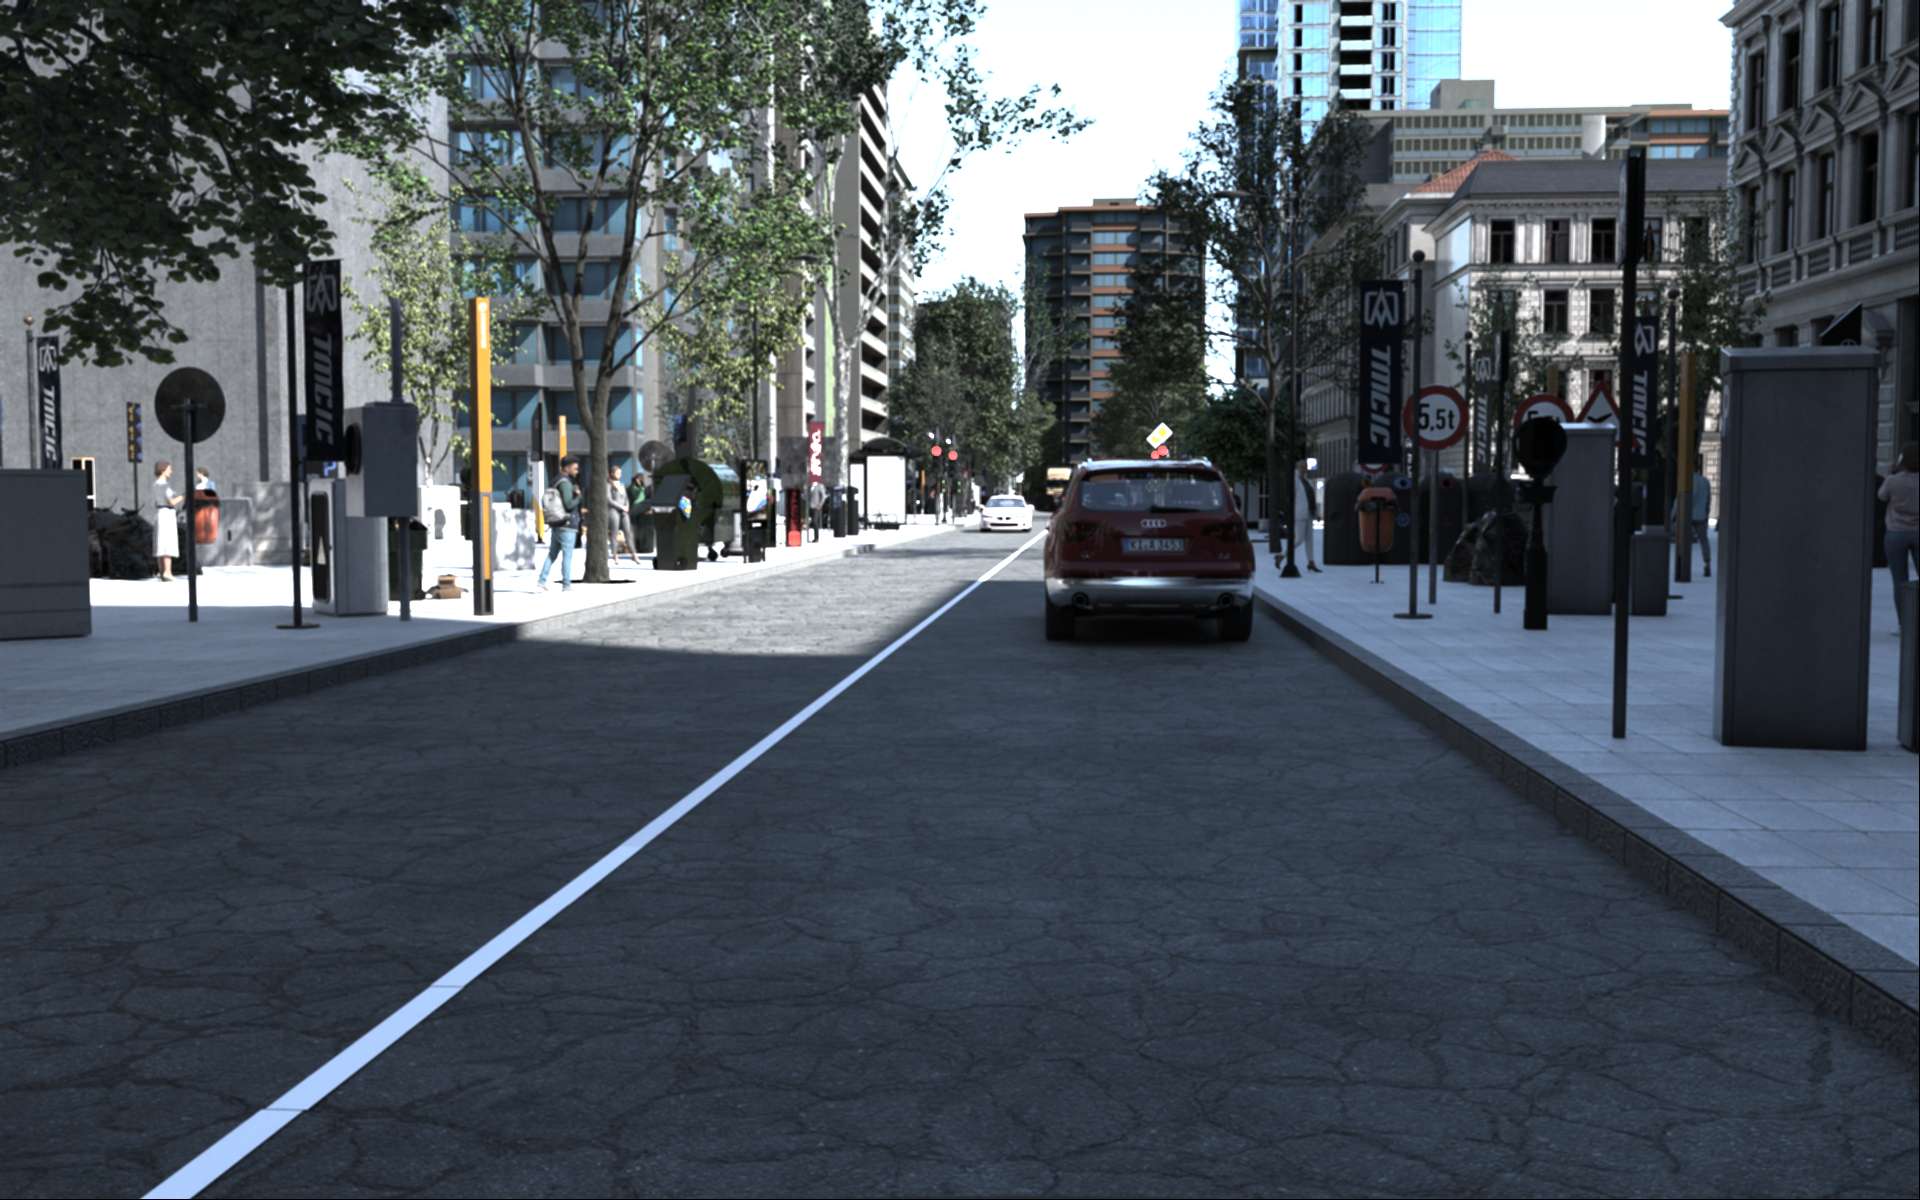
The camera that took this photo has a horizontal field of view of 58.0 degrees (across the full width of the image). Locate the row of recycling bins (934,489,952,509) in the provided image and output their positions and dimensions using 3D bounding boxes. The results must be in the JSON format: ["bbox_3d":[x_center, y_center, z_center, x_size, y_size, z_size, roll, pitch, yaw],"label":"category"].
[{"bbox_3d":[-1.363,-8.802,151.025,1.069,1.692,3.534,-1,4,-20],"label":"row of recycling bins"}]

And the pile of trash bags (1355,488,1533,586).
[{"bbox_3d":[7.446,-0.929,24.948,3.447,1.369,1.912,1,4,10],"label":"pile of trash bags"}]

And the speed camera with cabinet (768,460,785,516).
[{"bbox_3d":[-10.390,-6.525,101.017,2.038,3.252,0.660,3,5,43],"label":"speed camera with cabinet"}]

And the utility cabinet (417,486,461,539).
[{"bbox_3d":[-14.589,-2.435,48.489,0.318,1.500,1.173,3,5,43],"label":"utility cabinet"}]

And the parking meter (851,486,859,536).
[{"bbox_3d":[-3.299,-2.744,53.283,0.372,1.533,0.369,0,3,0],"label":"parking meter"}]

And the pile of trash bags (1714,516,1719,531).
[{"bbox_3d":[27.731,-3.021,59.138,3.447,1.369,1.912,-1,4,-13],"label":"pile of trash bags"}]

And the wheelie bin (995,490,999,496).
[{"bbox_3d":[3.325,-8.504,146.946,0.980,1.594,0.693,2,4,24],"label":"wheelie bin"}]

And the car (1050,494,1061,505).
[{"bbox_3d":[8.153,-8.552,149.610,2.009,1.686,4.222,0,4,6],"label":"car"}]

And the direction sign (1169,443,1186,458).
[{"bbox_3d":[9.711,-5.202,77.046,0.876,3.537,0.379,-1,4,-12],"label":"direction sign"}]

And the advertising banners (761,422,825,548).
[{"bbox_3d":[-4.021,-2.772,41.516,2.074,3.025,0.090,-3,5,-44],"label":"advertising banners"}]

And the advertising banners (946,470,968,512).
[{"bbox_3d":[-0.368,-7.807,123.837,2.074,3.025,0.090,1,4,15],"label":"advertising banners"}]

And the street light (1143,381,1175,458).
[{"bbox_3d":[7.727,-5.782,67.083,1.470,5.913,1.316,0,4,4],"label":"street light"}]

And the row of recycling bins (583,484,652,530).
[{"bbox_3d":[-11.864,-3.351,61.907,3.534,1.692,1.069,1,4,18],"label":"row of recycling bins"}]

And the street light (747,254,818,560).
[{"bbox_3d":[-3.450,-3.744,33.762,1.470,5.913,1.316,0,4,4],"label":"street light"}]

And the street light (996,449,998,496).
[{"bbox_3d":[3.037,-8.852,117.263,1.470,5.913,1.316,0,4,4],"label":"street light"}]

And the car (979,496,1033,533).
[{"bbox_3d":[1.776,-3.288,66.118,2.083,1.381,4.827,0,4,4],"label":"car"}]

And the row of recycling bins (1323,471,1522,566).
[{"bbox_3d":[8.337,-1.503,31.691,3.534,1.692,1.069,-1,4,-12],"label":"row of recycling bins"}]

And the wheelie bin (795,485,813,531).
[{"bbox_3d":[-5.650,-3.230,60.716,0.693,1.594,0.980,-2,4,-24],"label":"wheelie bin"}]

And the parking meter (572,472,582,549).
[{"bbox_3d":[-9.119,-2.146,40.801,0.255,1.863,0.399,2,4,26],"label":"parking meter"}]

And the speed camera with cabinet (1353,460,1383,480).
[{"bbox_3d":[11.239,-3.177,46.284,0.660,3.252,2.038,-1,4,-13],"label":"speed camera with cabinet"}]

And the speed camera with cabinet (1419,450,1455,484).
[{"bbox_3d":[15.771,-3.892,57.963,2.038,3.252,0.660,-3,5,-42],"label":"speed camera with cabinet"}]

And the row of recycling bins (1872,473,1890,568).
[{"bbox_3d":[16.258,-1.501,31.653,1.069,1.692,3.534,1,4,22],"label":"row of recycling bins"}]

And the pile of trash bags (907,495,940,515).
[{"bbox_3d":[-2.982,-5.967,107.320,3.447,1.369,1.912,0,4,-1],"label":"pile of trash bags"}]

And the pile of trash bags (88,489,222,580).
[{"bbox_3d":[-12.872,-1.079,27.402,1.912,1.369,3.447,1,4,11],"label":"pile of trash bags"}]

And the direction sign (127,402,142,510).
[{"bbox_3d":[-20.482,-3.121,43.028,0.379,3.537,0.876,0,4,-7],"label":"direction sign"}]

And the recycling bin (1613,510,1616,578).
[{"bbox_3d":[9.843,-0.861,26.638,0.722,1.027,0.722,0,4,-4],"label":"recycling bin"}]

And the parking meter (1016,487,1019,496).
[{"bbox_3d":[4.835,-8.553,145.551,0.255,1.863,0.399,0,4,5],"label":"parking meter"}]

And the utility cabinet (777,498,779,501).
[{"bbox_3d":[-12.793,-6.908,124.099,1.020,1.237,0.306,-2,4,-26],"label":"utility cabinet"}]

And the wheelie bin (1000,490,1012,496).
[{"bbox_3d":[3.751,-7.868,136.551,0.693,1.594,0.980,-1,4,-12],"label":"wheelie bin"}]

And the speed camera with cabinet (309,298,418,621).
[{"bbox_3d":[-6.247,-1.450,18.046,0.660,3.252,2.038,-2,4,-35],"label":"speed camera with cabinet"}]

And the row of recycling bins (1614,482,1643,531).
[{"bbox_3d":[22.175,-3.269,60.561,3.534,1.692,1.069,1,4,18],"label":"row of recycling bins"}]

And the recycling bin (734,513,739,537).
[{"bbox_3d":[-7.032,-2.373,51.350,0.722,1.027,0.722,2,4,35],"label":"recycling bin"}]

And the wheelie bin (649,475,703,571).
[{"bbox_3d":[-4.768,-1.296,29.100,0.980,1.594,0.693,3,4,37],"label":"wheelie bin"}]

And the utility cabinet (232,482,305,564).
[{"bbox_3d":[-12.511,-1.389,31.382,1.173,1.500,0.318,-1,4,-13],"label":"utility cabinet"}]

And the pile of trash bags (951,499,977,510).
[{"bbox_3d":[0.226,-7.882,138.623,1.912,1.369,3.447,-1,4,-11],"label":"pile of trash bags"}]

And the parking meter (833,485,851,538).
[{"bbox_3d":[-3.521,-2.582,50.625,0.372,1.533,0.369,0,3,0],"label":"parking meter"}]

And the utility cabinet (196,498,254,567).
[{"bbox_3d":[-13.052,-1.188,30.591,1.020,1.237,0.306,0,4,-3],"label":"utility cabinet"}]

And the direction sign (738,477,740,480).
[{"bbox_3d":[-13.133,-6.901,104.825,0.379,3.537,0.876,3,4,39],"label":"direction sign"}]

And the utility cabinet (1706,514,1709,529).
[{"bbox_3d":[27.008,-3.215,63.727,1.020,1.237,0.306,2,4,29],"label":"utility cabinet"}]

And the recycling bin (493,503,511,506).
[{"bbox_3d":[-13.202,-2.249,49.326,0.722,1.027,0.722,0,4,-5],"label":"recycling bin"}]

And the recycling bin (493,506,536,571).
[{"bbox_3d":[-7.673,-1.030,29.391,0.722,1.027,0.722,-3,4,-38],"label":"recycling bin"}]

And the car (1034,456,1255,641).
[{"bbox_3d":[1.923,-0.602,18.520,2.281,1.827,5.304,0,4,3],"label":"car"}]

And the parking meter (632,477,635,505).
[{"bbox_3d":[-11.277,-3.361,60.664,0.255,1.863,0.399,3,4,38],"label":"parking meter"}]

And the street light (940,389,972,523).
[{"bbox_3d":[-0.149,-6.371,76.708,1.470,5.913,1.316,0,4,4],"label":"street light"}]

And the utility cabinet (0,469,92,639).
[{"bbox_3d":[-8.351,-0.403,15.260,1.173,1.500,0.318,-3,5,-40],"label":"utility cabinet"}]

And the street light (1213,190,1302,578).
[{"bbox_3d":[4.557,-3.305,26.580,1.470,5.913,1.316,0,4,4],"label":"street light"}]

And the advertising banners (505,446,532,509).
[{"bbox_3d":[-16.257,-4.147,63.994,0.090,3.025,2.074,-3,5,-44],"label":"advertising banners"}]

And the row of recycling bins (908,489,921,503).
[{"bbox_3d":[-3.631,-8.173,140.736,1.069,1.692,3.534,0,4,-1],"label":"row of recycling bins"}]

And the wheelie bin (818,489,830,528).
[{"bbox_3d":[-5.279,-3.516,65.388,0.693,1.594,0.980,1,4,22],"label":"wheelie bin"}]
